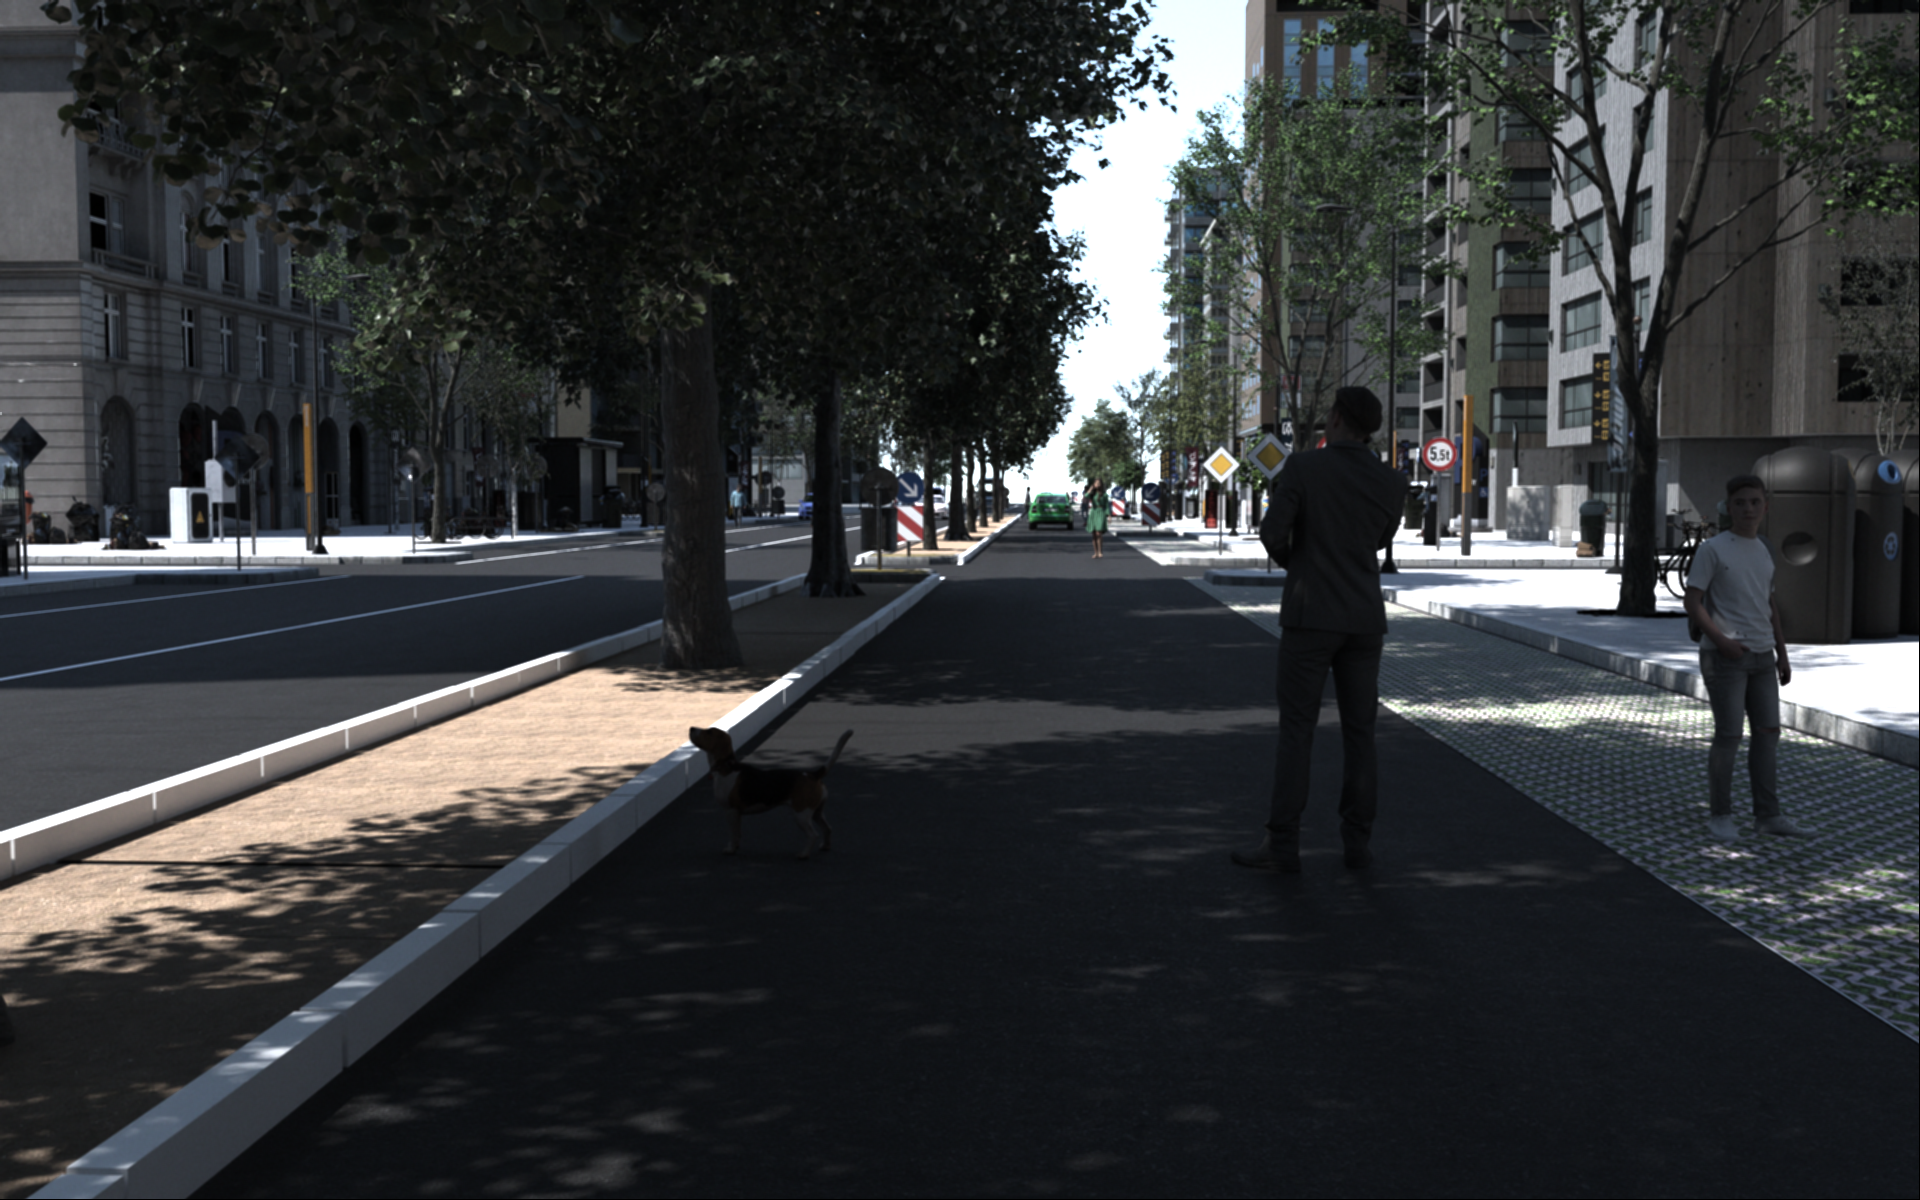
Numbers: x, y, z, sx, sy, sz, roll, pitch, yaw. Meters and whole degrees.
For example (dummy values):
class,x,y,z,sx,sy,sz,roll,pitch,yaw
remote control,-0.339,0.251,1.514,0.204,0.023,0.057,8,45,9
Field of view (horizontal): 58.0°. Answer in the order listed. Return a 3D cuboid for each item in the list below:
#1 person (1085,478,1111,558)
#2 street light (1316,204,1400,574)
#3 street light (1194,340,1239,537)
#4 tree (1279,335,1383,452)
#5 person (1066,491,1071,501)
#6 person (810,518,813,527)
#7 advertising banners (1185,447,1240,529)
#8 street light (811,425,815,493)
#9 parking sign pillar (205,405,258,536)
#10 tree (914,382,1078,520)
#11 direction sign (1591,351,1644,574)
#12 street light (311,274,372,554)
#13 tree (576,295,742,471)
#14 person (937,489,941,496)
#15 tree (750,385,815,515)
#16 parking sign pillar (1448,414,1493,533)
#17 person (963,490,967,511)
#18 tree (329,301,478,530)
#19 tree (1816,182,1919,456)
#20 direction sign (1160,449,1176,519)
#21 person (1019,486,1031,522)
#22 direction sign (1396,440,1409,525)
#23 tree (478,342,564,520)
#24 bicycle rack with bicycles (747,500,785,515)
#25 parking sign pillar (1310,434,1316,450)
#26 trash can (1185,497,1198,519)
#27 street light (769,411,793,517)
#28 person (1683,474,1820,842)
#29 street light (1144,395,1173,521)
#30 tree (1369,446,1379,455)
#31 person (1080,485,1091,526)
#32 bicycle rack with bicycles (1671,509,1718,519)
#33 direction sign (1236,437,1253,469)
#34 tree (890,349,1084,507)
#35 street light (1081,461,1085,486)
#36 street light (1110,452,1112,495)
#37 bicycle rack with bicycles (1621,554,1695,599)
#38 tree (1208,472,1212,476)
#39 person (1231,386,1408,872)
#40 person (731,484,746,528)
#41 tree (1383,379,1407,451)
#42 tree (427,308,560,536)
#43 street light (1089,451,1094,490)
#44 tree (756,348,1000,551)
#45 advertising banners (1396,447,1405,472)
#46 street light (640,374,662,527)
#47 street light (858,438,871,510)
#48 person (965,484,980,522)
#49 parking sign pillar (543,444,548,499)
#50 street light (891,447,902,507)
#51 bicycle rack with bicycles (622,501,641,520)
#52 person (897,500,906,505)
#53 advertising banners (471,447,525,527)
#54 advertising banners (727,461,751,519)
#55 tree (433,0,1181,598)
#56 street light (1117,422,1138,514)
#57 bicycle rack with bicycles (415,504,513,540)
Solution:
class,x,y,z,sx,sy,sz,roll,pitch,yaw
person,3.103,-1.838,38.799,0.600,1.795,0.529,1,4,9
street light,6.404,-3.386,27.906,1.470,5.913,1.316,0,4,3
street light,7.731,-4.873,52.219,1.470,5.913,1.316,0,4,3
tree,16.919,-7.991,81.019,4.360,8.622,3.978,0,3,0
person,10.363,-9.604,166.083,0.434,1.755,0.990,3,4,37
person,-6.027,-4.004,74.357,0.834,1.777,0.661,0,4,8
advertising banners,9.337,-4.153,64.094,2.074,3.025,0.090,0,4,-1
street light,-9.190,-8.615,113.388,1.470,5.913,1.316,0,4,3
parking sign pillar,-22.376,-3.955,53.137,1.447,3.967,1.447,3,5,44
tree,2.215,-9.697,95.409,8.767,10.594,7.601,0,4,3
direction sign,10.557,-2.185,27.727,0.876,3.537,0.379,2,4,32
street light,-13.136,-3.930,36.793,1.470,5.913,1.316,0,4,3
tree,-12.822,-8.610,75.184,7.601,10.594,8.767,2,4,34
person,-1.711,-8.113,141.225,0.705,1.814,1.350,0,4,-7
tree,-10.963,-9.489,105.500,4.360,8.622,3.978,0,3,0
parking sign pillar,17.077,-4.243,57.839,1.447,3.967,1.447,-1,4,-22
person,0.569,-8.433,146.406,0.705,1.821,1.348,1,4,17
tree,-19.914,-6.762,60.922,4.737,8.622,4.395,0,3,0
tree,22.565,-5.574,41.489,4.360,8.622,3.978,0,3,0
direction sign,10.677,-5.871,87.981,0.379,3.537,0.876,-2,4,-33
person,3.428,-5.003,90.150,0.795,1.843,0.661,0,4,7
direction sign,18.381,-4.929,72.590,0.876,3.537,0.379,-1,4,-10
tree,-20.518,-7.867,78.994,4.737,8.622,4.395,0,3,0
bicycle rack with bicycles,-12.262,-5.795,108.130,2.925,0.926,2.852,-2,4,-23
parking sign pillar,15.349,-5.465,77.832,1.447,3.967,1.447,1,4,21
trash can,12.076,-4.815,90.376,0.748,1.137,0.748,0,3,0
street light,-9.949,-7.577,96.421,1.470,5.913,1.316,0,4,3
person,3.262,0.239,7.181,0.523,1.515,0.503,3,5,39
street light,9.317,-6.649,81.256,1.470,5.913,1.316,0,4,3
tree,14.670,-4.184,63.002,1.663,3.219,1.824,0,3,0
person,5.638,-4.246,77.935,0.555,1.821,0.388,3,5,42
bicycle rack with bicycles,16.877,-1.648,40.322,2.852,0.926,2.925,-2,4,-32
direction sign,11.299,-4.665,68.264,0.876,3.537,0.379,1,4,12
tree,2.322,-11.785,105.512,12.009,13.543,11.850,0,3,0
street light,17.481,-16.417,240.960,1.470,5.913,1.316,0,4,3
street light,11.645,-9.490,127.697,1.470,5.913,1.316,0,4,3
bicycle rack with bicycles,9.382,-0.458,20.863,2.925,0.926,2.852,0,4,-7
tree,15.512,-6.904,107.484,1.663,3.219,1.824,0,3,0
person,1.389,0.096,6.730,0.655,1.846,0.447,-1,4,-14
person,-9.319,-3.953,72.993,0.638,1.841,0.748,0,4,2
tree,25.095,-9.559,106.657,4.360,8.622,3.978,0,3,0
tree,-13.709,-6.251,52.561,4.360,8.622,3.978,0,3,0
street light,14.617,-13.098,186.691,1.470,5.913,1.316,0,4,3
tree,-0.864,-7.064,43.704,9.928,11.665,9.643,0,3,0
advertising banners,15.952,-4.186,64.634,2.074,3.025,0.090,-3,4,-38
street light,-11.651,-5.753,66.606,1.470,5.913,1.316,0,4,3
street light,-7.690,-10.419,142.893,1.470,5.913,1.316,0,4,3
person,0.513,-3.892,71.980,0.661,1.843,0.795,-1,4,-8
parking sign pillar,-21.204,-6.259,90.813,1.447,3.967,1.447,3,4,38
street light,-6.214,-12.218,172.304,1.470,5.913,1.316,0,4,3
bicycle rack with bicycles,-16.734,-4.375,84.906,2.925,0.926,2.852,3,5,41
person,-2.966,-4.859,88.212,0.793,1.790,0.793,1,4,23
advertising banners,-17.321,-4.220,65.190,2.074,3.025,0.090,-2,4,-26
advertising banners,-11.951,-5.760,90.370,2.074,3.025,0.090,0,4,-7
tree,-1.836,-6.381,23.797,9.611,12.733,9.660,0,3,0
street light,10.713,-8.465,110.940,1.470,5.913,1.316,0,4,3
bicycle rack with bicycles,-14.143,-2.202,49.388,2.925,0.926,2.852,-2,4,-34
